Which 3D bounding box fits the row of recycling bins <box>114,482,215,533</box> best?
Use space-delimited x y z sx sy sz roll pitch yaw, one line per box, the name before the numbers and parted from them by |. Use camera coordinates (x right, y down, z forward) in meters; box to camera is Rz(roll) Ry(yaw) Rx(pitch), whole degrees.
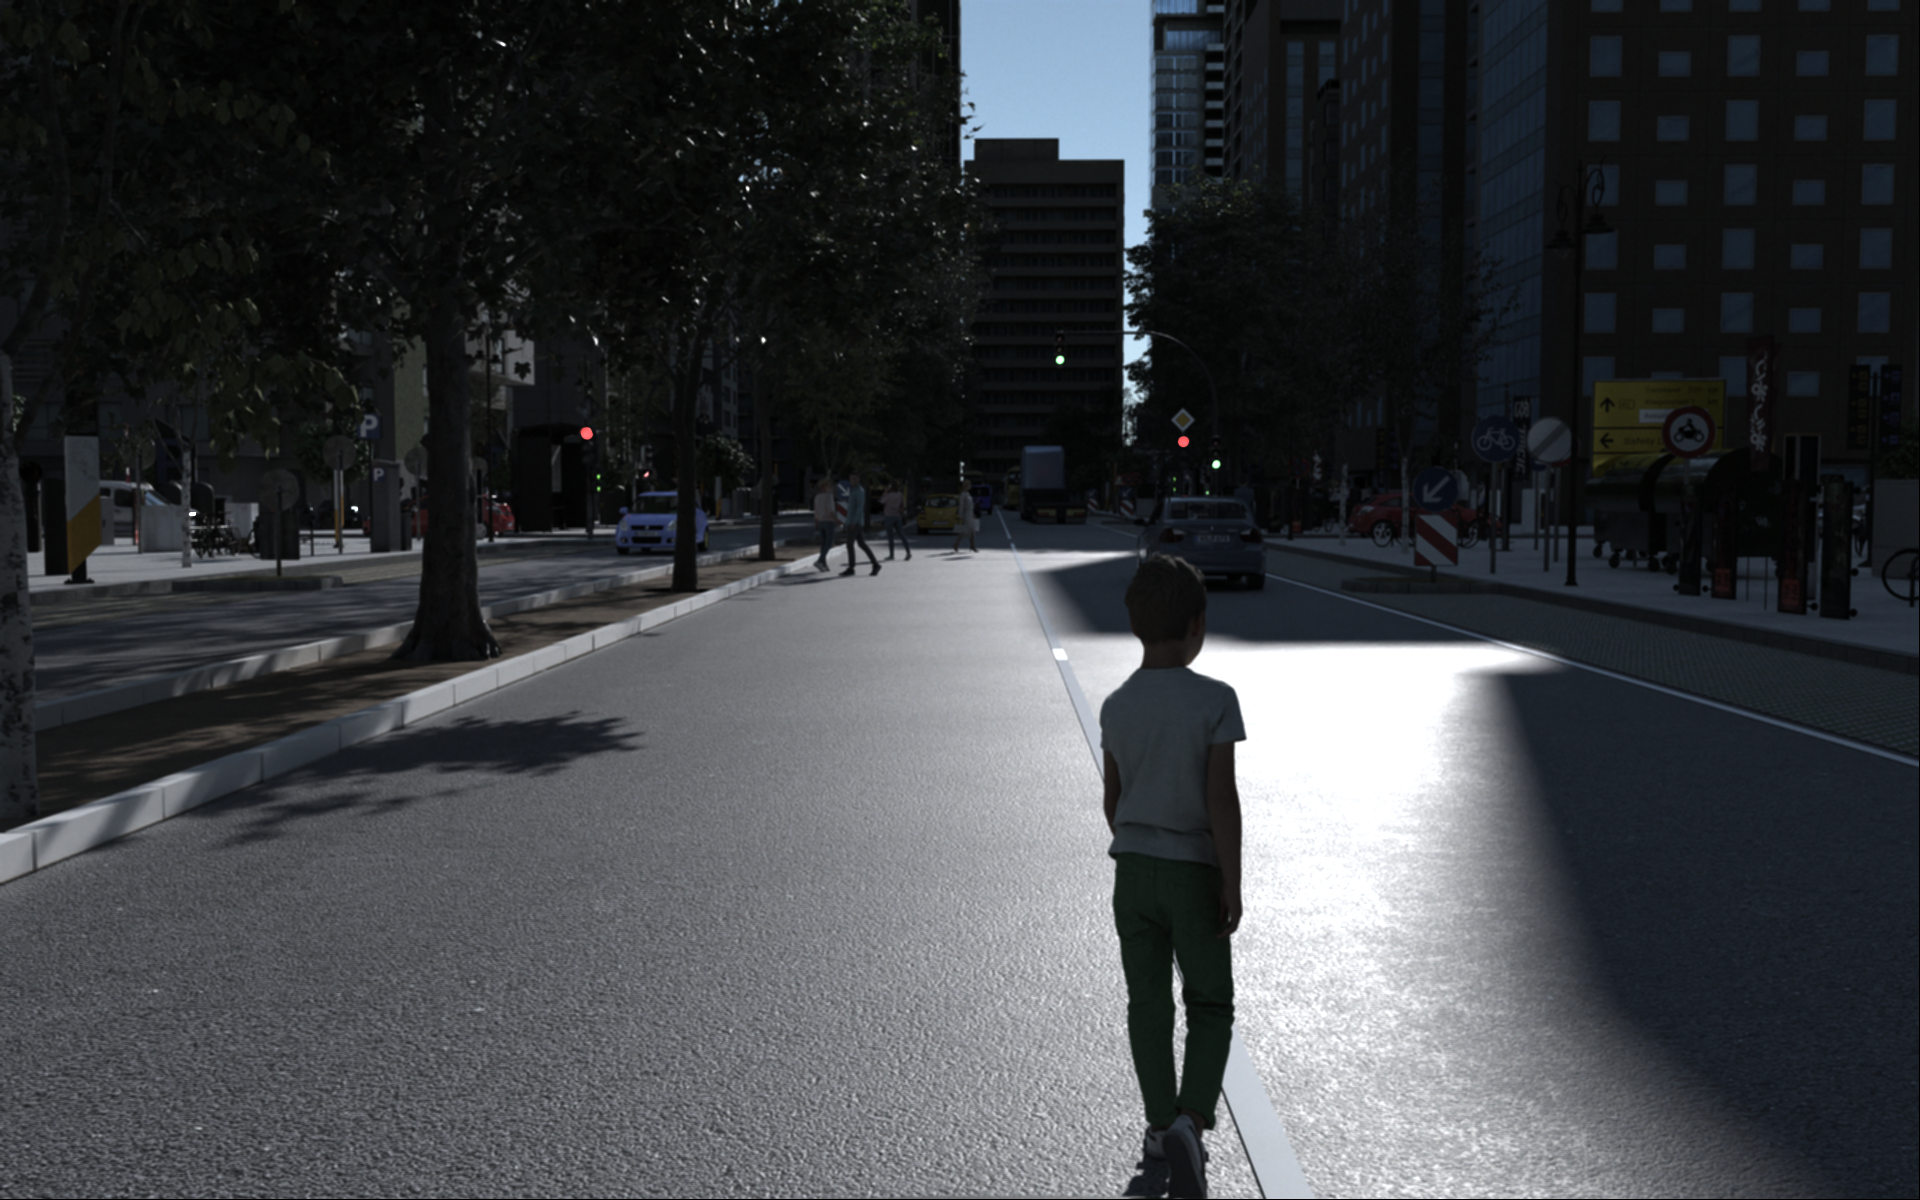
row of recycling bins | -26.928 -3.120 58.128 3.534 1.692 1.069 -2 4 -31

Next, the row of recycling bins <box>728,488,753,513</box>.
row of recycling bins | -14.620 -6.656 115.931 1.069 1.692 3.534 1 4 11

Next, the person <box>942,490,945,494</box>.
person | -1.396 -8.813 152.674 0.705 1.814 1.350 1 4 18

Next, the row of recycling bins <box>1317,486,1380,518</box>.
row of recycling bins | 20.352 -5.148 91.281 3.534 1.692 1.069 2 4 27

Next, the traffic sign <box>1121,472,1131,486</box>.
traffic sign | 9.868 -6.230 101.969 0.768 2.556 0.104 1 4 10

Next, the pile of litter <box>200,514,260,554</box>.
pile of litter | -15.510 -1.473 38.043 1.176 0.858 1.719 3 5 44

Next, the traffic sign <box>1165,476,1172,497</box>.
traffic sign | 12.973 -6.529 106.854 0.768 2.556 0.104 0 4 1

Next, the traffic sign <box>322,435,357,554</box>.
traffic sign | -13.364 -2.275 37.296 0.768 2.556 0.104 0 4 6

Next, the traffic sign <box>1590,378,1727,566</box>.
traffic sign | 12.279 -2.242 30.537 2.265 3.308 0.079 1 4 9

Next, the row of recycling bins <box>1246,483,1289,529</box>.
row of recycling bins | 11.481 -3.531 64.852 1.069 1.692 3.534 0 4 4

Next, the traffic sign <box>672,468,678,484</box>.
traffic sign | -13.719 -5.159 84.450 0.768 2.556 0.104 1 4 10

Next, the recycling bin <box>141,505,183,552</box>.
recycling bin | -17.762 -1.590 38.543 0.722 1.027 0.722 2 4 32

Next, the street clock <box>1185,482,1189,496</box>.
street clock | 11.102 -4.916 84.954 0.471 2.002 0.358 2 4 34

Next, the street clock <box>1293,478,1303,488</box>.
street clock | 14.938 -4.424 76.894 0.471 2.002 0.358 2 4 33

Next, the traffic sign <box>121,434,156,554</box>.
traffic sign | -17.541 -2.256 36.987 0.768 2.556 0.104 0 4 4

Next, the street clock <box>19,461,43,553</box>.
street clock | -20.390 -2.049 38.067 0.471 2.002 0.358 -2 4 -27

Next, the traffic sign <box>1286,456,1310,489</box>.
traffic sign | 11.132 -3.488 57.134 0.768 2.556 0.104 0 4 4

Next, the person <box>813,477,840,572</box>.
person | -2.495 -1.393 31.942 0.731 1.740 0.598 2 4 33

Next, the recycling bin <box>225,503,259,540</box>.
recycling bin | -20.190 -2.211 48.701 0.722 1.027 0.722 0 4 -5

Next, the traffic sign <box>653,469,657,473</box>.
traffic sign | -14.818 -5.046 82.613 0.768 2.556 0.104 0 4 6

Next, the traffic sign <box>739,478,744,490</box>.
traffic sign | -14.224 -6.709 111.829 0.606 2.300 0.079 0 4 5

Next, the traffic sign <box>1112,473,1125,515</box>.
traffic sign | 9.966 -6.632 108.432 0.884 2.594 0.081 1 4 9

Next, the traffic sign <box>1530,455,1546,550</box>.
traffic sign | 13.176 -2.411 39.525 0.768 2.556 0.104 0 4 2

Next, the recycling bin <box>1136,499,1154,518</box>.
recycling bin | 10.099 -5.002 94.338 0.722 1.027 0.722 -3 4 -37

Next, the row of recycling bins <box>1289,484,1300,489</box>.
row of recycling bins | 12.902 -3.979 72.174 3.534 1.692 1.069 -3 4 -38

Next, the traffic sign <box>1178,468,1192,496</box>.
traffic sign | 10.880 -5.140 84.143 0.768 2.556 0.104 1 4 8

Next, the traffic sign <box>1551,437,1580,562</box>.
traffic sign | 11.262 -1.991 32.655 0.768 2.556 0.104 0 4 7

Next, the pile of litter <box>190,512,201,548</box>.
pile of litter | -17.956 -1.679 41.409 1.719 0.858 1.176 2 4 25

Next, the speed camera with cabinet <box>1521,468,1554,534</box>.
speed camera with cabinet | 18.917 -3.810 56.630 0.660 3.252 2.038 2 4 31

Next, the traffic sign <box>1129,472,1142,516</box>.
traffic sign | 10.165 -6.112 100.036 0.768 2.556 0.104 1 4 11

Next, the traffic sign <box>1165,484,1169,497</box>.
traffic sign | 13.687 -6.950 113.643 0.884 2.594 0.081 0 4 4

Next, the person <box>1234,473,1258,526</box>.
person | 5.368 -1.478 32.694 0.581 1.822 0.654 -1 4 -9

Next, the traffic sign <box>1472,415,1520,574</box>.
traffic sign | 8.613 -1.701 27.920 0.768 2.556 0.104 0 4 5

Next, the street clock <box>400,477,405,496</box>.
street clock | -23.844 -4.219 73.543 0.358 2.002 0.471 3 5 43

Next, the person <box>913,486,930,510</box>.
person | -1.562 -3.800 70.987 0.716 1.782 0.532 0 4 1

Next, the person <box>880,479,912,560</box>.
person | -1.363 -1.748 37.676 0.593 1.750 0.643 -3 5 -40

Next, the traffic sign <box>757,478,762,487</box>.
traffic sign | -14.242 -7.642 124.943 0.884 2.594 0.081 0 4 2

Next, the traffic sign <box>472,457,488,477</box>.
traffic sign | -16.539 -3.620 59.291 0.768 2.556 0.104 0 4 5

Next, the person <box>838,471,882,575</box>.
person | -1.767 -1.354 30.495 0.748 1.841 0.638 0 4 2

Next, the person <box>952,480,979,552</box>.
person | 0.142 -2.076 42.788 0.624 1.780 0.694 2 4 33

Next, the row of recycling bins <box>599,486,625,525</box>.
row of recycling bins | -14.679 -4.048 73.294 1.069 1.692 3.534 -1 4 -15

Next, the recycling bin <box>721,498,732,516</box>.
recycling bin | -13.666 -5.356 100.126 0.722 1.027 0.722 1 4 14

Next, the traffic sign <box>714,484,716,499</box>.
traffic sign | -15.423 -6.672 109.192 0.768 2.556 0.104 0 4 4

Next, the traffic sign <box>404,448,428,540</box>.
traffic sign | -14.991 -2.923 47.892 0.768 2.556 0.104 0 4 4

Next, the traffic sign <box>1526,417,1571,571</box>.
traffic sign | 9.725 -1.746 28.651 0.768 2.556 0.104 0 4 6

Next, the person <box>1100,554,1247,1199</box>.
person | 0.437 0.560 3.595 0.306 1.304 0.590 1 4 8

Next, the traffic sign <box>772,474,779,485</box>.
traffic sign | -11.895 -6.723 110.020 0.768 2.556 0.104 0 4 3

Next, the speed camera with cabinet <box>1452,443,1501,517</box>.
speed camera with cabinet | 19.745 -4.419 66.592 0.660 3.252 2.038 -3 5 -42

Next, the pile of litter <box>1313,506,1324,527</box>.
pile of litter | 13.428 -3.258 67.226 1.719 0.858 1.176 -2 4 -30

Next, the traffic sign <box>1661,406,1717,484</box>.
traffic sign | 10.504 -1.525 25.043 0.768 2.556 0.104 0 4 5
